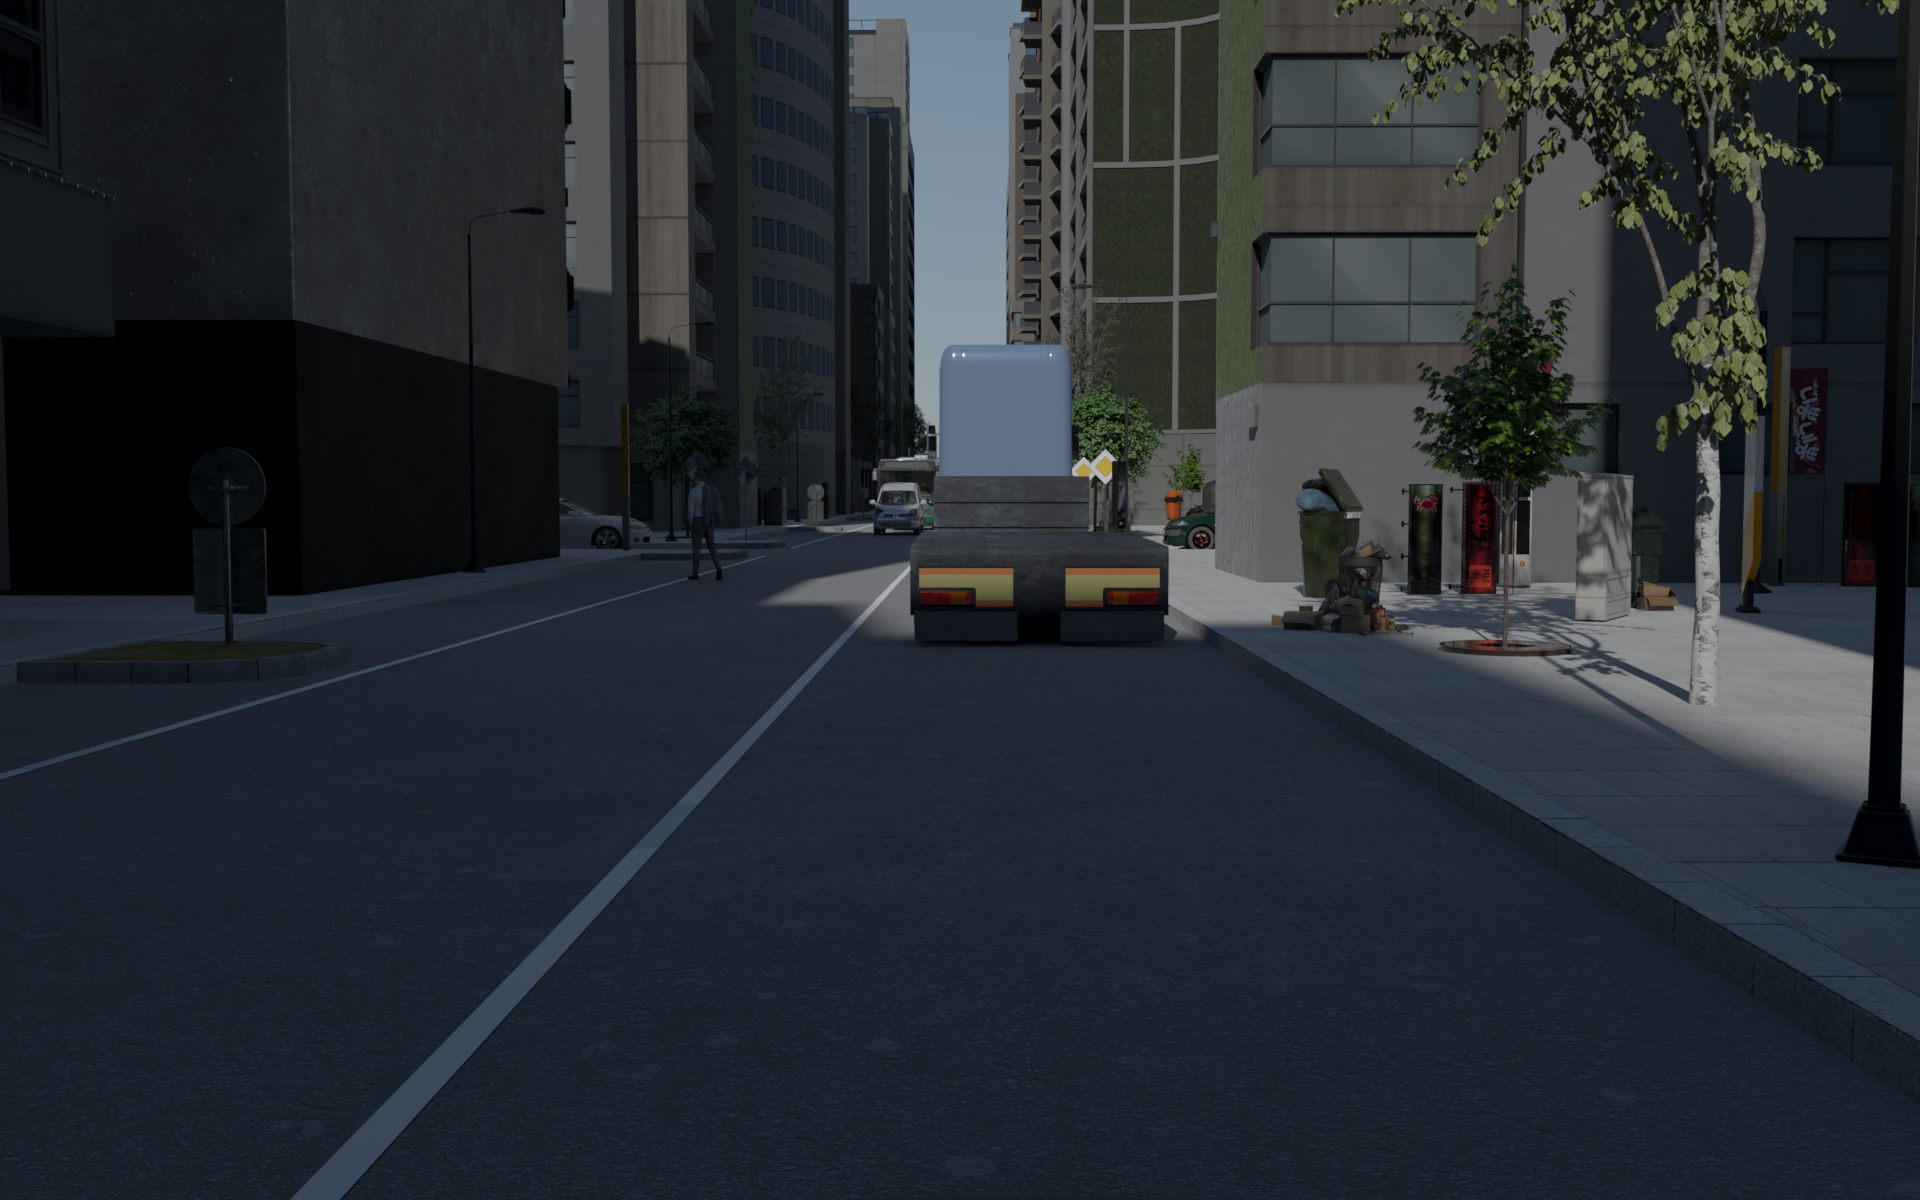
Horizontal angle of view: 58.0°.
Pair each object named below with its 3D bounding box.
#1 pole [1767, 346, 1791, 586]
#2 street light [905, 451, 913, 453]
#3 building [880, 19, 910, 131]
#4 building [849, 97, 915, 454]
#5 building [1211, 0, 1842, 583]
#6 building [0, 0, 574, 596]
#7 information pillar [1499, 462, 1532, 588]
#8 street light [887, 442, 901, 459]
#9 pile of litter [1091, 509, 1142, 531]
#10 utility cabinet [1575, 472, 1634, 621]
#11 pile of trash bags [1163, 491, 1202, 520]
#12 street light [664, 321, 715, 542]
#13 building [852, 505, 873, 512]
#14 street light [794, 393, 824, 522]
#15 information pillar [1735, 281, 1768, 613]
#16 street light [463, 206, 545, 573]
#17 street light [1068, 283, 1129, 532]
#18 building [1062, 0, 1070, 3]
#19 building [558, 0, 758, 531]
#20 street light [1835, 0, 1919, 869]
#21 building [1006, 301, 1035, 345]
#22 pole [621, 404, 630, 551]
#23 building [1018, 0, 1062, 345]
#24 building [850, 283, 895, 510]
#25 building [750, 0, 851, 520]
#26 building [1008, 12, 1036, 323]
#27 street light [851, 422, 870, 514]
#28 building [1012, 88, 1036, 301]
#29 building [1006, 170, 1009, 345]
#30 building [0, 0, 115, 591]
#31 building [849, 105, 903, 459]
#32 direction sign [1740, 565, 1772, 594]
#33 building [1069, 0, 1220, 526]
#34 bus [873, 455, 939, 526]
[{"bbox_3d":[11.389,-1.849,24.075,0.158,3.312,0.155,0,3,0],"label":"pole"},{"bbox_3d":[-5.708,-13.178,188.005,1.470,5.913,1.316,0,4,1],"label":"street light"},{"bbox_3d":[-15.855,-50.664,266.608,20.563,71.187,20.611,0,4,1],"label":"building"},{"bbox_3d":[-16.676,-36.201,215.586,21.300,48.544,21.600,0,4,1],"label":"building"},{"bbox_3d":[11.432,-15.853,30.905,14.160,30.474,14.107,0,4,1],"label":"building"},{"bbox_3d":[-16.563,-9.922,29.679,16.811,18.784,16.820,0,4,1],"label":"building"},{"bbox_3d":[7.596,-1.172,23.654,0.304,2.012,0.304,-1,4,-23],"label":"information pillar"},{"bbox_3d":[-5.984,-11.198,155.635,1.470,5.913,1.316,0,4,1],"label":"street light"},{"bbox_3d":[5.446,-2.823,60.122,1.719,0.858,1.176,1,4,15],"label":"pile of litter"},{"bbox_3d":[6.640,-0.558,17.801,0.318,1.500,1.173,2,4,33],"label":"utility cabinet"},{"bbox_3d":[7.877,-2.796,55.464,3.447,1.369,1.912,-3,4,-37],"label":"pile of trash bags"},{"bbox_3d":[-7.258,-4.529,46.585,1.470,5.913,1.316,0,4,1],"label":"street light"},{"bbox_3d":[-17.179,-42.361,130.858,20.563,71.187,20.611,0,4,1],"label":"building"},{"bbox_3d":[-6.917,-6.533,79.362,1.470,5.913,1.316,0,4,1],"label":"street light"},{"bbox_3d":[8.527,-1.666,18.590,0.183,3.616,0.504,1,4,12],"label":"information pillar"},{"bbox_3d":[-7.393,-3.400,28.131,1.470,5.913,1.316,0,4,1],"label":"street light"},{"bbox_3d":[3.141,-4.022,38.299,1.470,5.913,1.316,0,4,1],"label":"street light"},{"bbox_3d":[16.700,-34.482,105.781,21.231,58.520,28.212,0,4,1],"label":"building"},{"bbox_3d":[-15.220,-23.114,61.514,14.154,41.232,14.086,0,4,1],"label":"building"},{"bbox_3d":[2.707,-2.042,5.931,1.470,5.913,1.316,0,4,1],"label":"street light"},{"bbox_3d":[18.585,-19.828,169.219,27.650,21.520,28.899,0,4,1],"label":"building"},{"bbox_3d":[-7.592,-2.782,39.322,0.158,3.312,0.155,0,3,0],"label":"pole"},{"bbox_3d":[15.887,-29.629,139.058,22.147,44.769,28.867,0,4,1],"label":"building"},{"bbox_3d":[-20.408,-19.088,157.120,27.650,21.520,28.899,0,4,1],"label":"building"},{"bbox_3d":[-17.680,-33.887,96.056,21.231,58.520,28.212,0,4,1],"label":"building"},{"bbox_3d":[16.641,-41.425,219.297,21.231,58.520,28.212,0,4,1],"label":"building"},{"bbox_3d":[-6.478,-8.517,111.793,1.470,5.913,1.316,0,4,1],"label":"street light"},{"bbox_3d":[12.791,-33.025,190.067,14.600,45.320,14.200,0,4,1],"label":"building"},{"bbox_3d":[17.317,-37.992,244.877,21.300,48.544,21.600,0,4,1],"label":"building"},{"bbox_3d":[-15.358,-12.944,5.148,14.314,27.812,24.014,0,4,1],"label":"building"},{"bbox_3d":[-13.176,-30.232,177.891,14.154,41.232,14.086,0,4,1],"label":"building"},{"bbox_3d":[10.347,-1.860,22.405,0.379,3.537,0.876,2,4,26],"label":"direction sign"},{"bbox_3d":[13.208,-38.827,73.080,20.563,71.187,20.611,0,4,1],"label":"building"},{"bbox_3d":[-2.225,-5.306,81.618,2.948,3.499,13.247,0,4,1],"label":"bus"}]
